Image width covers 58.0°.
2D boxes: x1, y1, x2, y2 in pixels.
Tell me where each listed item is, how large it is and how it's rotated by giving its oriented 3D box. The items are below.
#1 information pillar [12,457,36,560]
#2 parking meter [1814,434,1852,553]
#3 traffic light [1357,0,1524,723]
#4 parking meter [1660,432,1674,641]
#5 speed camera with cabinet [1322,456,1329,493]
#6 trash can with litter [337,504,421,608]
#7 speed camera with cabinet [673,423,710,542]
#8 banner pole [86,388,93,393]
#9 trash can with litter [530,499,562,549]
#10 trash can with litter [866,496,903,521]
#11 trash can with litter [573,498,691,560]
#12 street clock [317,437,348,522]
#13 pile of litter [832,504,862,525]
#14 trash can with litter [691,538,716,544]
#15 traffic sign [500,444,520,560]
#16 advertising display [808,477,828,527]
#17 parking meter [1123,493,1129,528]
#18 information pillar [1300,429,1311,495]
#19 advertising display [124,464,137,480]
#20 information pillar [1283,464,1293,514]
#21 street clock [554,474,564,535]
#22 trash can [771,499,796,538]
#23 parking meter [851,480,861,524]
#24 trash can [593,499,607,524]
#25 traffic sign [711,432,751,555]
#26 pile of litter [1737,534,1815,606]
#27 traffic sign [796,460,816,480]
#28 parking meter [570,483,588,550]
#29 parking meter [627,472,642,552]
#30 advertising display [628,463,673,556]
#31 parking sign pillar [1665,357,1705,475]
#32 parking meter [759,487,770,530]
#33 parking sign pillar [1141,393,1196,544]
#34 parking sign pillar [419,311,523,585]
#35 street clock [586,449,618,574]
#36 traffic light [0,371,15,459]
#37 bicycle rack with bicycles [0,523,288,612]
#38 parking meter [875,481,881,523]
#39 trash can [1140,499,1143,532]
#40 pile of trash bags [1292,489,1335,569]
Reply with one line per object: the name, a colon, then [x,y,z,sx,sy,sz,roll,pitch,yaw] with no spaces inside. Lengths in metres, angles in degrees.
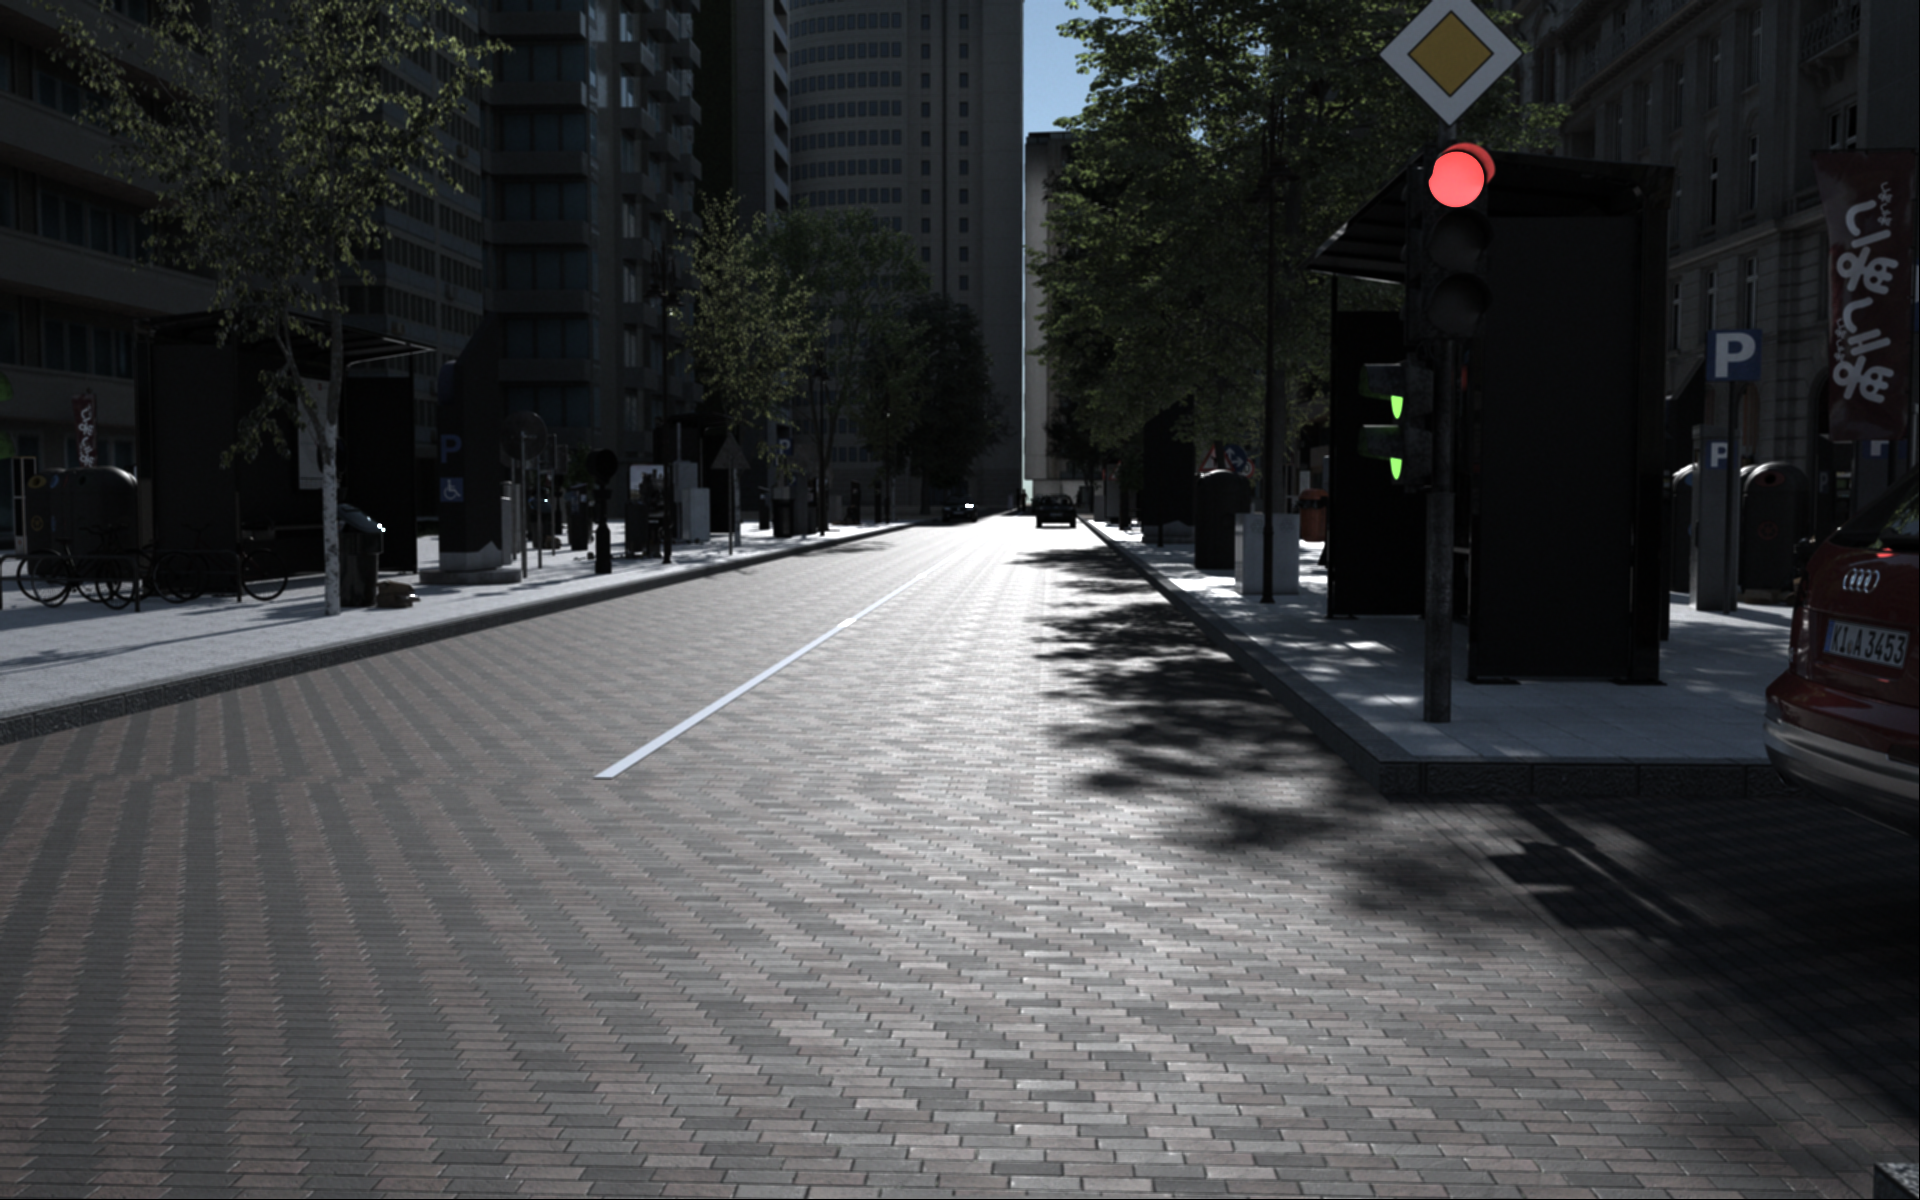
information pillar: [-18.365,-1.807,34.037,0.304,2.012,0.304,2,4,28]
parking meter: [8.466,-0.674,16.736,0.255,1.863,0.399,0,4,1]
traffic light: [2.673,-1.268,9.658,0.839,4.253,0.868,0,4,3]
parking meter: [6.077,-0.582,15.233,0.255,1.863,0.399,0,4,5]
speed camera with cabinet: [9.361,-2.890,41.587,0.660,3.252,2.038,-1,4,-11]
trash can with litter: [-6.655,-0.511,19.744,1.055,1.170,0.624,1,4,18]
speed camera with cabinet: [-7.354,-3.248,47.442,0.660,3.252,2.038,-1,4,-21]
banner pole: [-20.450,-3.096,40.631,0.401,3.779,0.863,0,4,-8]
trash can with litter: [-9.668,-1.793,40.696,0.624,1.170,1.055,-3,5,-41]
trash can with litter: [-3.518,-4.343,82.063,1.678,1.210,2.233,-1,4,-9]
trash can with litter: [-6.809,-1.427,34.397,2.233,1.210,1.678,-3,5,-43]
street clock: [-8.001,-1.074,22.125,0.358,2.002,0.471,0,4,0]
pile of litter: [-4.689,-3.550,72.013,1.176,0.858,1.719,-1,4,-20]
trash can with litter: [-7.397,-2.038,44.381,2.233,1.210,1.678,0,4,4]
traffic sign: [-8.699,-2.057,33.739,0.768,2.556,0.104,1,4,9]
advertising display: [-5.693,-3.785,67.106,0.974,1.923,0.123,0,4,1]
parking meter: [6.349,-3.715,66.449,0.255,1.863,0.399,1,4,9]
information pillar: [12.320,-4.316,61.918,0.183,3.616,0.504,-2,4,-29]
advertising display: [-18.484,-2.062,38.926,0.974,1.923,0.123,3,5,39]
information pillar: [7.827,-2.286,41.872,0.304,2.012,0.304,3,4,38]
street clock: [-12.753,-3.082,54.957,0.358,2.002,0.471,1,4,9]
trash can: [-5.171,-2.392,50.762,0.748,1.137,0.748,0,3,0]
parking meter: [-4.399,-4.131,73.259,0.399,1.863,0.255,0,4,6]
trash can: [-15.526,-3.854,74.661,0.748,1.137,0.748,0,3,0]
traffic sign: [-4.827,-2.226,36.392,0.884,2.594,0.081,1,4,13]
pile of litter: [9.714,-0.376,20.120,1.176,0.858,1.719,1,4,8]
traffic sign: [-5.785,-3.981,65.194,0.768,2.556,0.104,0,4,5]
parking meter: [-8.705,-1.907,39.584,0.372,1.533,0.369,0,3,0]
parking meter: [-7.220,-2.007,38.520,0.255,1.863,0.399,-2,4,-35]
advertising display: [-6.427,-1.883,35.999,0.974,1.923,0.123,1,4,16]
parking sign pillar: [14.062,-2.776,33.862,1.447,3.967,1.447,-3,5,-44]
parking meter: [-7.079,-3.316,62.633,0.372,1.533,0.369,0,3,0]
parking sign pillar: [5.457,-3.464,45.101,1.447,3.967,1.447,1,4,17]
parking sign pillar: [-7.086,-2.234,25.002,1.447,3.967,1.447,0,4,7]
street clock: [-5.762,-1.428,27.923,0.358,2.002,0.471,3,5,40]
traffic light: [-6.027,-1.295,10.097,0.839,4.253,0.868,0,4,3]
bicycle rack with bicycles: [-9.732,-0.407,20.034,2.925,0.926,2.852,1,4,14]
parking meter: [-3.593,-4.295,75.941,0.255,1.863,0.399,0,4,3]
trash can: [6.093,-2.673,55.363,0.748,1.137,0.748,0,3,0]
pile of trash bags: [7.186,-1.287,30.796,3.447,1.369,1.912,-3,5,-41]
